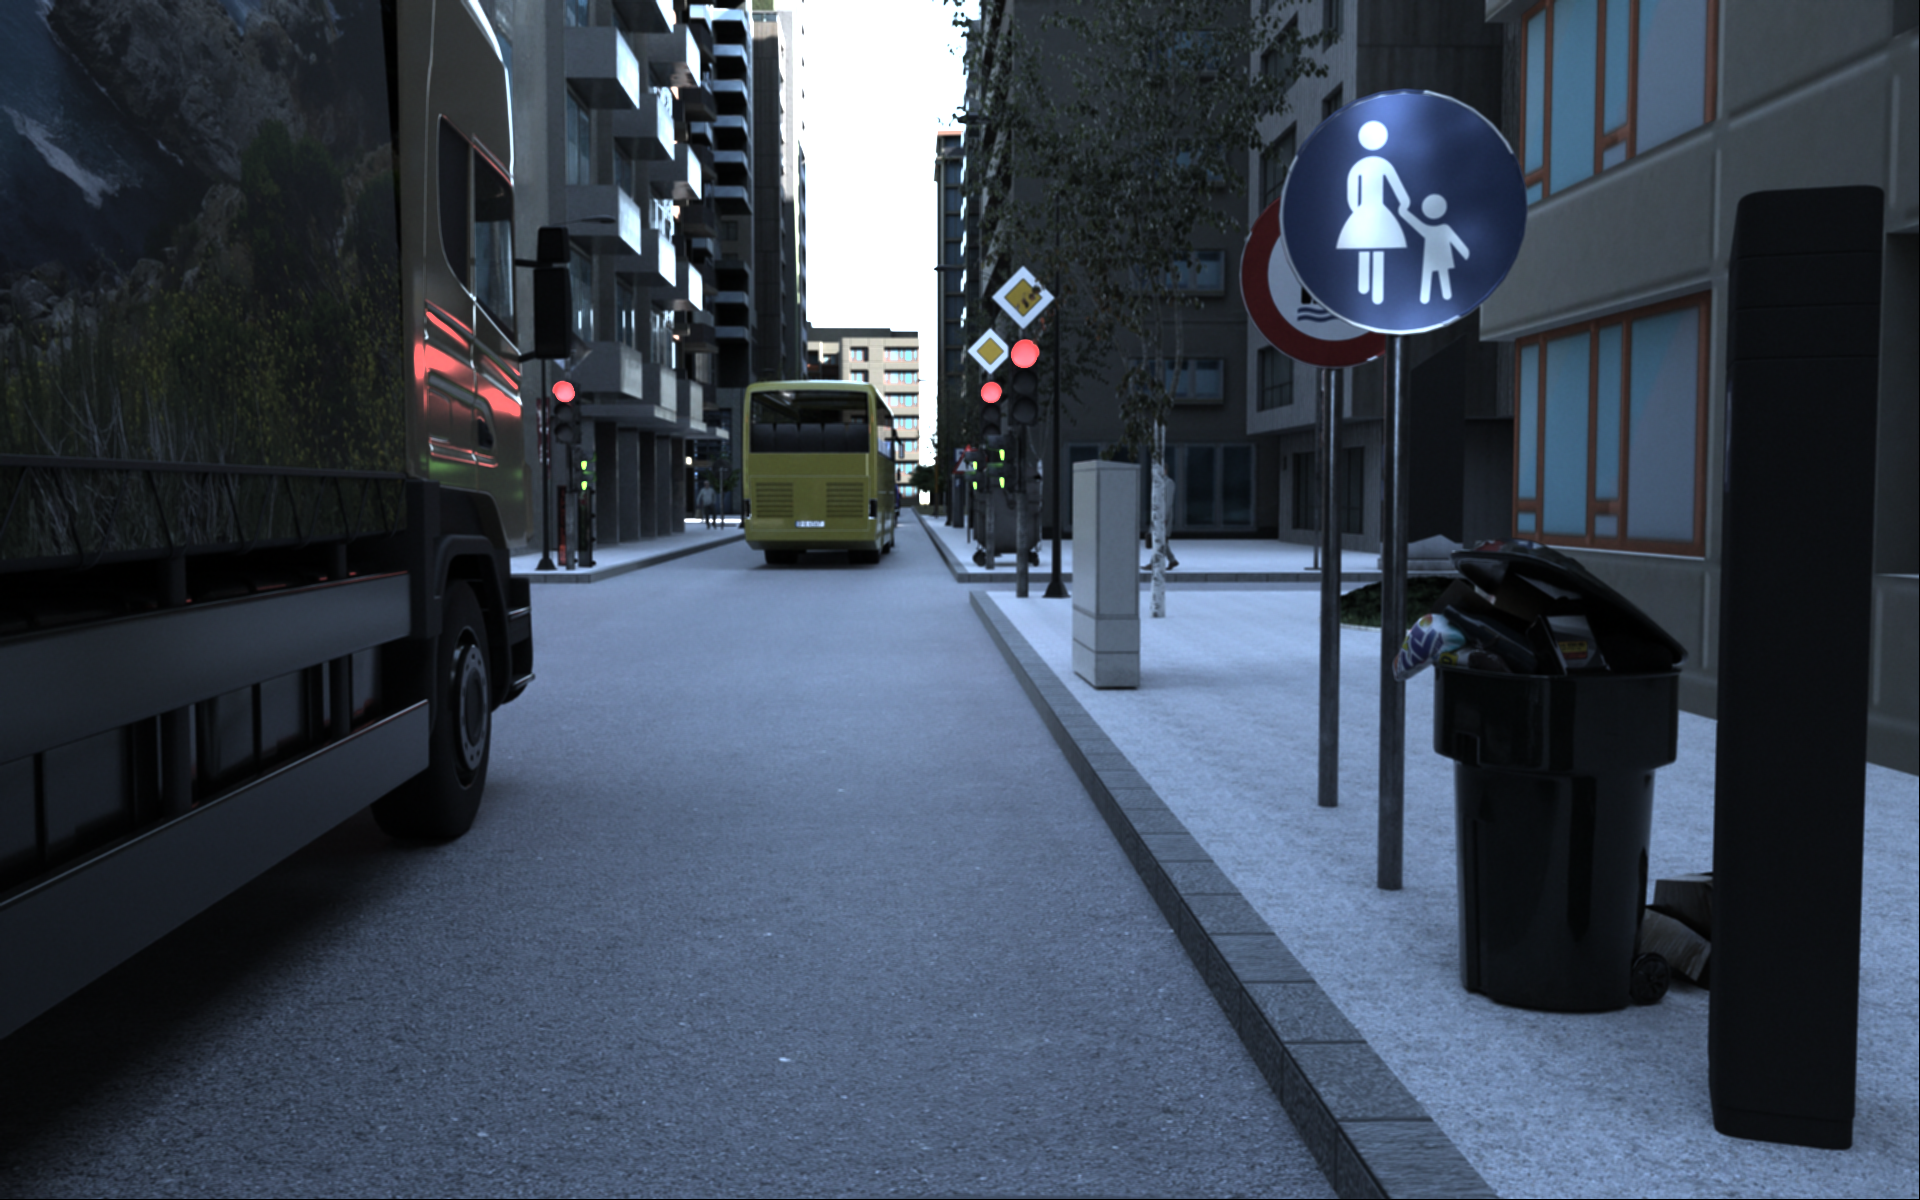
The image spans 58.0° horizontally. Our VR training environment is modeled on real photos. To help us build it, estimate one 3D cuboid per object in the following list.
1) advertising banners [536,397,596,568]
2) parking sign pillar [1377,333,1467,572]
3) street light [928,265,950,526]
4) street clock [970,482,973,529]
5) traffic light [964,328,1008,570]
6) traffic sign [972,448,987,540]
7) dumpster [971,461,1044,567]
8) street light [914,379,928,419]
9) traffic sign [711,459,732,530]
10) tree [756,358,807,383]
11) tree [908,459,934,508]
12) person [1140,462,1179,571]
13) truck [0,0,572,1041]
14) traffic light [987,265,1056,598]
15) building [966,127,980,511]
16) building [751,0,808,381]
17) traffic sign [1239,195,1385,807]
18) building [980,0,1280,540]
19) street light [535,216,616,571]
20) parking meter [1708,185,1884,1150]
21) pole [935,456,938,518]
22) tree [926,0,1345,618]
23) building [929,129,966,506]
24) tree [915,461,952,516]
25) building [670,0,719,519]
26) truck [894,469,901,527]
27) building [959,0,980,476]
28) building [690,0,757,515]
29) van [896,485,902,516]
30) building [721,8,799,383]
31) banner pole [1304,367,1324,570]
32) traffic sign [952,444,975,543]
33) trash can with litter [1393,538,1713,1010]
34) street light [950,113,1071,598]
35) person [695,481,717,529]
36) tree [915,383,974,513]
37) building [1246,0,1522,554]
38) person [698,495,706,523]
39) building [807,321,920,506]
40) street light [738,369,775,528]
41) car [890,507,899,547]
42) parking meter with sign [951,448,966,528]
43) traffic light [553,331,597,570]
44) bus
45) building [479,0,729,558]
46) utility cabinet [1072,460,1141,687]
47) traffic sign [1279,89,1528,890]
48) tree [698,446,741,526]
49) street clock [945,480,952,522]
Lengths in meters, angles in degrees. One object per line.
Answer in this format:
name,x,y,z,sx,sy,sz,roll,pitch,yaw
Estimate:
advertising banners,-7.044,-2.120,30.855,0.090,3.025,2.074,-3,5,-40
parking sign pillar,7.815,-2.494,29.245,1.447,3.967,1.447,0,4,2
street light,0.149,-3.840,35.320,1.470,5.913,1.316,0,4,-2
street clock,0.463,-3.665,64.496,0.358,2.002,0.471,0,4,-4
traffic light,0.493,-2.475,29.393,0.839,4.253,0.868,0,4,-2
traffic sign,0.403,-2.934,48.072,0.768,2.556,0.104,0,4,2
dumpster,0.860,-1.564,31.334,1.264,1.857,1.865,0,4,-2
street light,-1.003,-5.955,69.907,1.470,5.913,1.316,0,4,-2
traffic sign,-8.597,-3.817,62.517,0.768,2.556,0.104,0,4,4
tree,-9.563,-8.847,95.006,4.737,8.622,4.395,0,3,0
tree,-3.079,-10.671,158.179,4.285,4.588,4.351,0,3,0
person,3.351,-1.401,29.049,0.767,1.812,0.694,-1,4,-12
truck,-3.013,-0.906,3.731,2.839,4.237,11.283,0,4,-3
traffic light,0.756,-1.987,21.412,0.839,4.253,0.868,0,4,-2
building,7.391,-22.517,139.847,14.160,30.474,14.107,0,4,-2
building,-28.836,-38.069,164.426,28.212,58.520,21.231,0,4,-2
traffic sign,1.516,-0.425,7.054,0.768,2.556,0.104,0,4,7
building,11.785,-26.566,58.062,21.300,48.544,21.600,0,4,-2
street light,-6.439,-3.456,29.040,1.470,5.913,1.316,0,4,-2
parking meter,1.697,0.133,3.542,0.255,1.863,0.399,1,4,21
pole,-1.247,-5.980,91.622,0.158,3.312,0.155,0,3,0
tree,1.821,-4.122,17.755,4.360,8.622,3.978,0,3,0
building,9.760,-33.503,202.390,28.867,44.769,22.147,0,4,-2
tree,-1.290,-6.462,100.251,1.663,3.219,1.824,0,3,0
building,-23.555,-26.192,82.863,22.147,44.769,28.867,0,4,-2
truck,-4.273,-5.704,83.016,2.967,4.110,18.799,0,4,-2
building,11.524,-33.158,161.737,23.786,49.044,30.456,0,4,-2
building,-24.539,-49.254,117.972,22.319,86.520,31.000,0,4,-2
van,-4.961,-6.746,114.674,2.240,2.365,5.245,0,4,-3
building,-20.671,-28.044,142.108,14.154,41.232,14.086,0,4,-2
banner pole,6.052,-2.384,28.996,0.401,3.779,0.863,0,4,-5
traffic sign,0.229,-2.763,45.183,0.884,2.594,0.081,0,4,7
trash can with litter,1.729,0.417,4.570,1.055,1.170,0.624,-1,4,-20
street light,0.658,-2.983,21.319,1.470,5.913,1.316,0,4,-2
person,-9.274,-3.465,63.185,0.782,1.767,0.515,-1,4,-10
tree,-1.032,-10.060,114.843,4.737,8.622,4.395,0,3,0
building,14.836,-16.379,39.501,14.107,30.474,14.160,0,4,-2
person,-11.461,-4.217,77.594,0.523,1.515,0.503,0,4,-5
building,-19.293,-22.022,205.094,28.899,21.520,27.650,0,4,-2
street light,-7.585,-5.628,64.557,1.470,5.913,1.316,0,4,-2
car,-2.763,-2.252,48.622,2.131,1.459,4.920,0,4,-3
parking meter with sign,-0.057,-4.290,66.396,0.543,3.016,1.738,0,4,-6
traffic light,-6.564,-2.460,29.145,0.839,4.253,0.868,0,4,-2
bus,-2.847,-2.871,38.488,2.896,3.916,12.252,0,4,0
building,-18.995,-26.034,45.271,23.786,49.044,30.456,0,4,-2
utility cabinet,1.003,-0.195,11.867,0.318,1.500,1.173,0,4,-4
traffic sign,1.401,-0.334,5.566,0.768,2.556,0.104,0,4,7
tree,-9.404,-4.570,69.329,1.663,3.219,1.824,0,3,0
street clock,-0.442,-4.525,78.557,0.471,2.002,0.358,-2,4,-32
